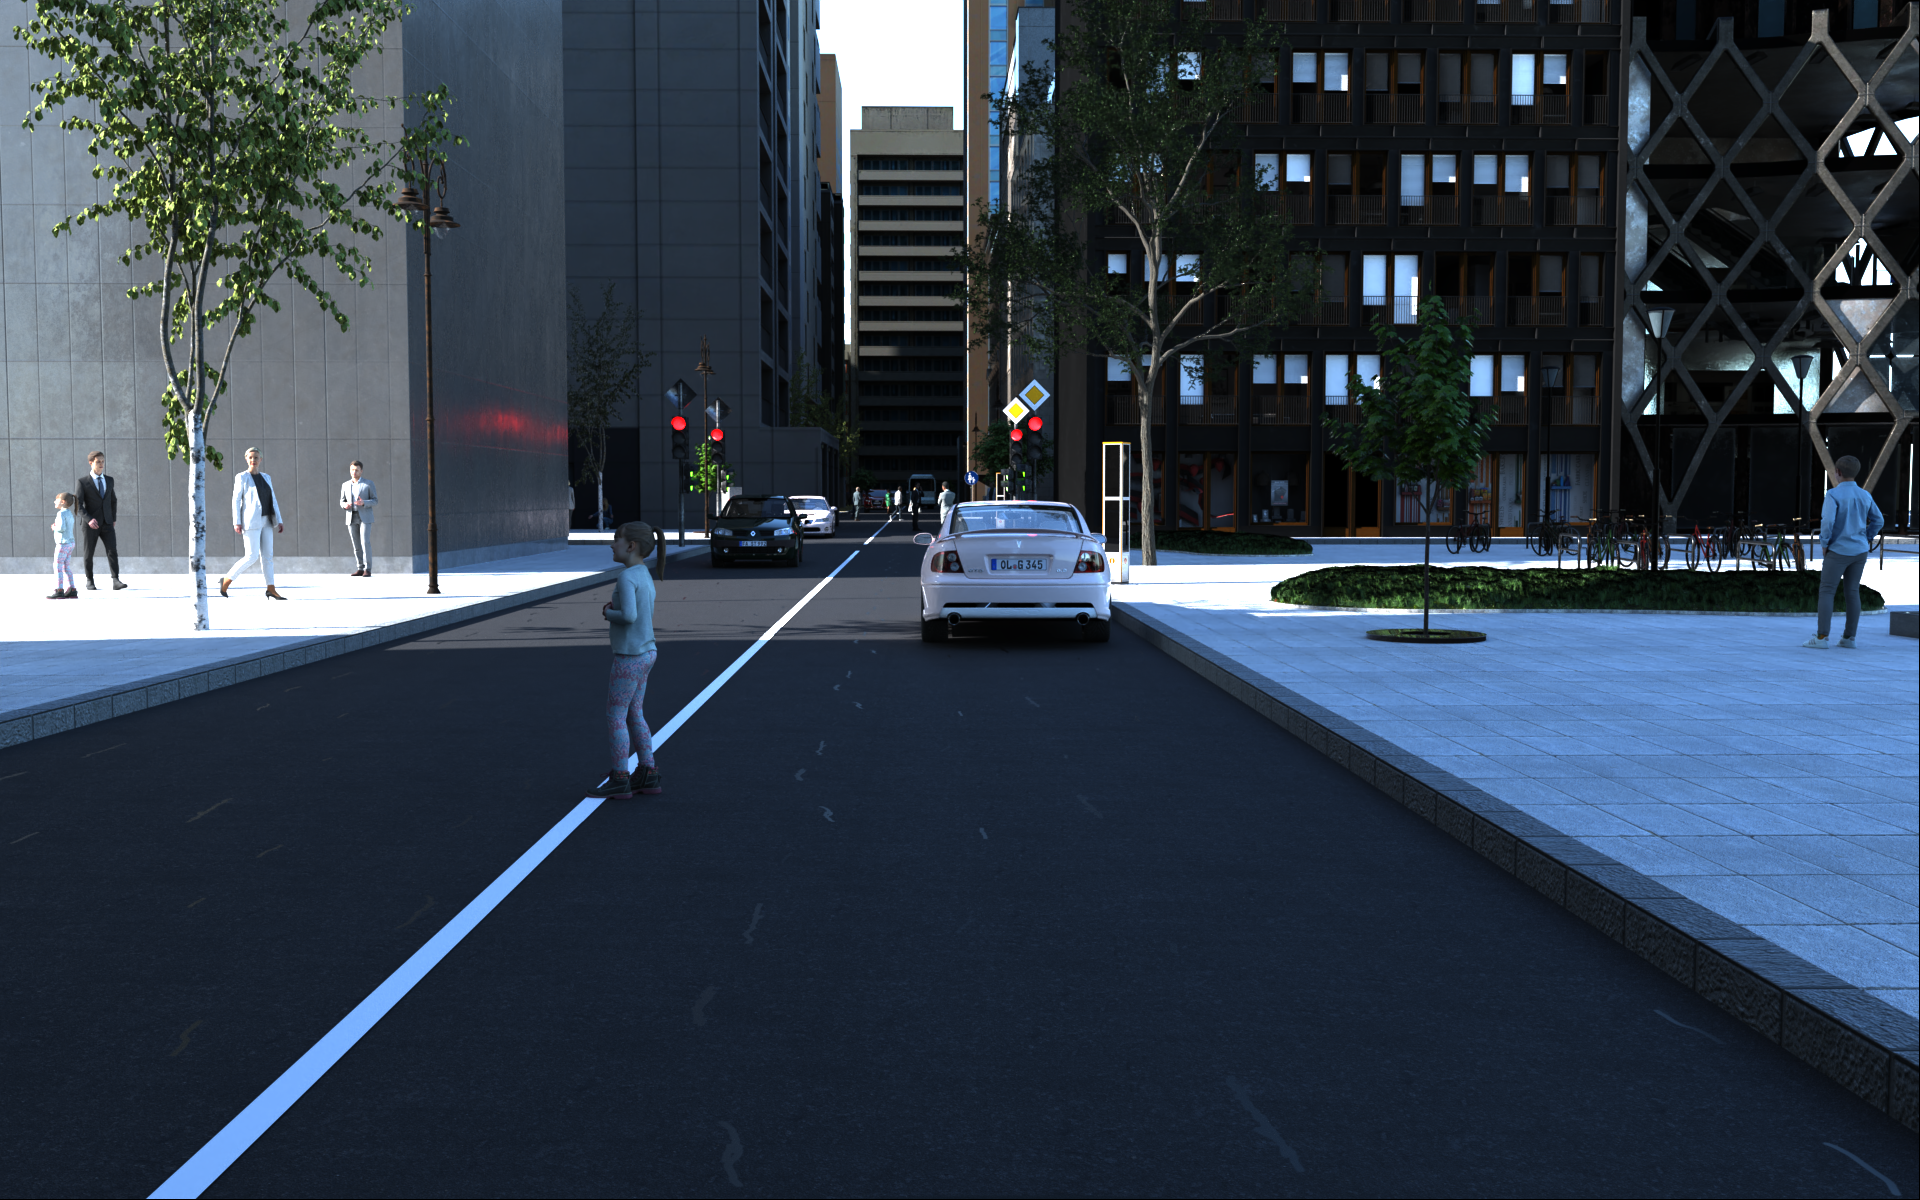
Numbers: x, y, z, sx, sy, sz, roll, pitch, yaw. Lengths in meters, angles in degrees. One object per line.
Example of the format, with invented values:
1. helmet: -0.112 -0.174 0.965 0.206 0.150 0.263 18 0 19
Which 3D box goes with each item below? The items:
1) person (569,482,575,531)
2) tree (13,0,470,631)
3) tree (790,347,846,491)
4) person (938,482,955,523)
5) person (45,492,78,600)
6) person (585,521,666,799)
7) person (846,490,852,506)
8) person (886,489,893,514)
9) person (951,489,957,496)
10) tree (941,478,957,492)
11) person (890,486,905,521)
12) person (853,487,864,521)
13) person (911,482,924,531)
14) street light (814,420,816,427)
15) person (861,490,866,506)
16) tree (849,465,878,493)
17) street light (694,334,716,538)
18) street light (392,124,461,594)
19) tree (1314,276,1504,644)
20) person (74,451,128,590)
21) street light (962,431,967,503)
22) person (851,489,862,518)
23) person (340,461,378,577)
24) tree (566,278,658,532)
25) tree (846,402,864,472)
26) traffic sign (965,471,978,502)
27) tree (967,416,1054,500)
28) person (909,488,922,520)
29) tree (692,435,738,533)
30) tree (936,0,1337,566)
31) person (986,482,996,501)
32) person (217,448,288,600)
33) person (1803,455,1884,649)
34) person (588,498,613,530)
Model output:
1. person: -12.160 -2.868 53.115 0.709 1.800 0.728 -1 4 -19
2. tree: -7.009 -4.030 16.251 4.737 8.622 4.395 0 3 0
3. tree: -8.485 -8.284 85.810 4.737 8.622 4.395 0 3 0
4. person: -0.417 -2.605 51.265 0.511 1.800 0.466 -3 5 -41
5. person: -10.972 -0.662 21.151 0.394 1.301 0.425 -2 4 -28
6. person: -1.585 0.279 8.210 0.394 1.301 0.425 -1 4 -13
7. person: -12.135 -11.132 188.597 0.990 1.755 0.434 -3 5 -44
8. person: -5.155 -7.111 125.004 0.600 1.795 0.529 2 4 27
9. person: -0.896 -10.825 183.112 1.350 1.814 0.705 -1 4 -12
10. tree: -1.303 -11.772 187.068 1.663 3.219 1.824 0 3 0
11. person: -3.369 -5.195 93.290 0.795 1.843 0.661 -2 4 -25
12. person: -5.392 -5.123 92.435 0.590 1.801 0.661 -3 4 -39
13. person: -1.649 -3.663 67.746 0.474 1.900 0.648 1 4 9
14. street light: -8.835 -8.140 105.872 0.468 5.910 1.993 0 4 -1
15. person: -10.534 -11.178 189.467 0.621 1.740 0.551 0 4 -6
16. tree: -10.996 -13.104 197.955 4.285 4.588 4.351 0 3 0
17. street light: -7.374 -4.741 50.308 0.468 5.910 1.993 0 4 -1
18. street light: -6.785 -3.019 22.147 0.468 5.910 1.993 0 4 -1
19. tree: 4.237 -1.269 15.347 1.663 3.219 1.824 0 3 0
20. person: -11.439 -1.057 23.097 0.755 1.850 0.659 3 4 37
21. street light: 0.298 -9.315 125.082 0.468 5.910 1.993 0 4 -1
22. person: -6.114 -5.709 102.020 0.721 1.800 0.419 1 4 18
23. person: -9.365 -1.262 26.877 0.606 1.804 0.583 0 4 2
24. tree: -12.375 -6.598 58.235 4.360 8.622 3.978 0 3 0
25. tree: -8.965 -10.545 122.766 4.737 8.622 4.395 0 3 0
26. traffic sign: 0.638 -5.853 95.799 0.768 2.556 0.104 0 4 2
27. tree: 1.968 -4.996 65.397 4.285 4.588 4.351 0 3 0
28. person: -2.353 -5.003 90.653 0.694 1.780 0.624 0 4 3
29. tree: -8.227 -3.799 56.709 1.663 3.219 1.824 0 3 0
30. tree: 3.073 -5.884 30.617 7.601 10.594 8.767 -2 4 -24
31. person: 1.333 -4.044 72.040 0.514 1.842 0.818 0 4 -3
32. person: -8.563 -0.918 20.931 0.818 1.842 0.514 0 4 5
33. person: 7.384 -0.404 14.458 0.589 1.601 0.330 0 4 -2
34. person: -12.755 -3.105 62.306 1.012 1.151 0.738 2 4 35
